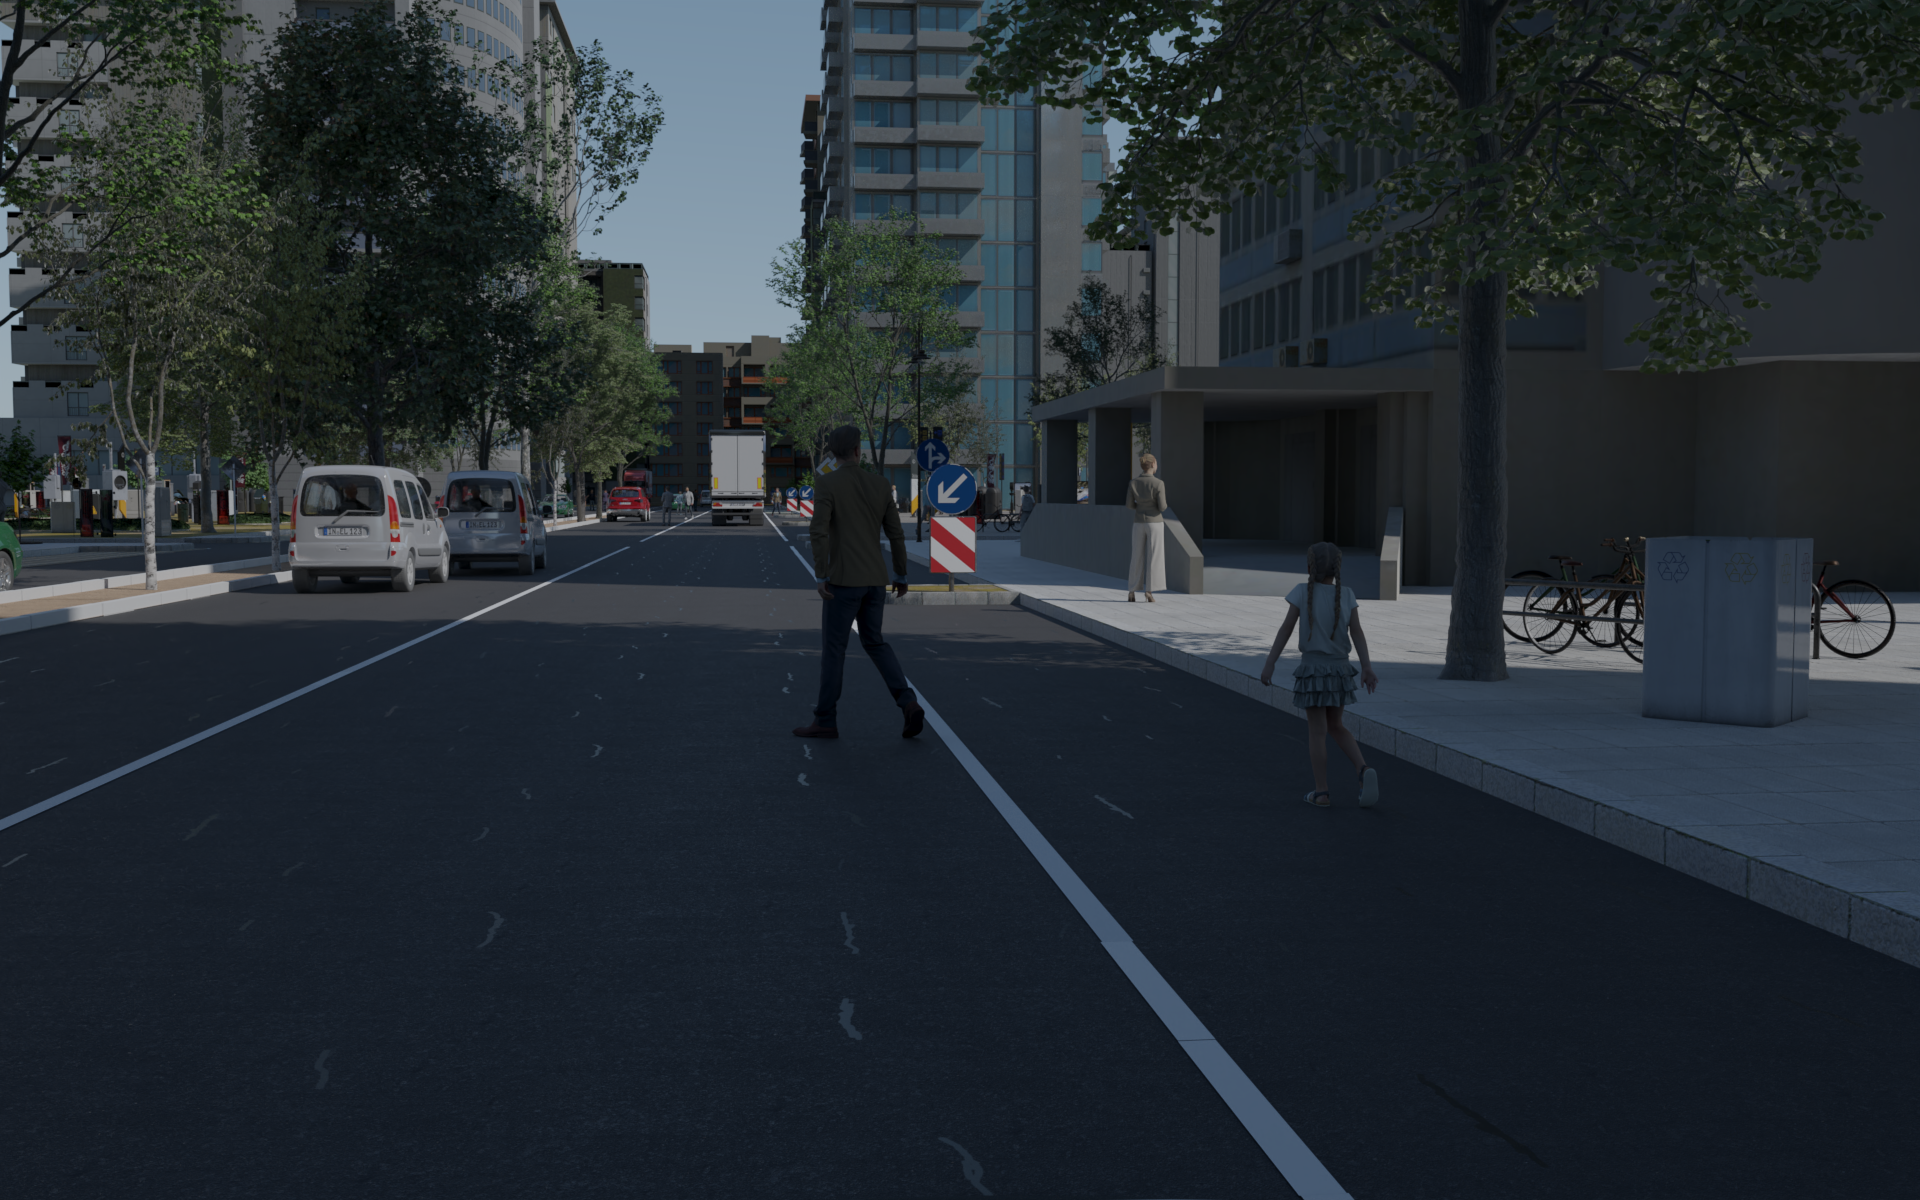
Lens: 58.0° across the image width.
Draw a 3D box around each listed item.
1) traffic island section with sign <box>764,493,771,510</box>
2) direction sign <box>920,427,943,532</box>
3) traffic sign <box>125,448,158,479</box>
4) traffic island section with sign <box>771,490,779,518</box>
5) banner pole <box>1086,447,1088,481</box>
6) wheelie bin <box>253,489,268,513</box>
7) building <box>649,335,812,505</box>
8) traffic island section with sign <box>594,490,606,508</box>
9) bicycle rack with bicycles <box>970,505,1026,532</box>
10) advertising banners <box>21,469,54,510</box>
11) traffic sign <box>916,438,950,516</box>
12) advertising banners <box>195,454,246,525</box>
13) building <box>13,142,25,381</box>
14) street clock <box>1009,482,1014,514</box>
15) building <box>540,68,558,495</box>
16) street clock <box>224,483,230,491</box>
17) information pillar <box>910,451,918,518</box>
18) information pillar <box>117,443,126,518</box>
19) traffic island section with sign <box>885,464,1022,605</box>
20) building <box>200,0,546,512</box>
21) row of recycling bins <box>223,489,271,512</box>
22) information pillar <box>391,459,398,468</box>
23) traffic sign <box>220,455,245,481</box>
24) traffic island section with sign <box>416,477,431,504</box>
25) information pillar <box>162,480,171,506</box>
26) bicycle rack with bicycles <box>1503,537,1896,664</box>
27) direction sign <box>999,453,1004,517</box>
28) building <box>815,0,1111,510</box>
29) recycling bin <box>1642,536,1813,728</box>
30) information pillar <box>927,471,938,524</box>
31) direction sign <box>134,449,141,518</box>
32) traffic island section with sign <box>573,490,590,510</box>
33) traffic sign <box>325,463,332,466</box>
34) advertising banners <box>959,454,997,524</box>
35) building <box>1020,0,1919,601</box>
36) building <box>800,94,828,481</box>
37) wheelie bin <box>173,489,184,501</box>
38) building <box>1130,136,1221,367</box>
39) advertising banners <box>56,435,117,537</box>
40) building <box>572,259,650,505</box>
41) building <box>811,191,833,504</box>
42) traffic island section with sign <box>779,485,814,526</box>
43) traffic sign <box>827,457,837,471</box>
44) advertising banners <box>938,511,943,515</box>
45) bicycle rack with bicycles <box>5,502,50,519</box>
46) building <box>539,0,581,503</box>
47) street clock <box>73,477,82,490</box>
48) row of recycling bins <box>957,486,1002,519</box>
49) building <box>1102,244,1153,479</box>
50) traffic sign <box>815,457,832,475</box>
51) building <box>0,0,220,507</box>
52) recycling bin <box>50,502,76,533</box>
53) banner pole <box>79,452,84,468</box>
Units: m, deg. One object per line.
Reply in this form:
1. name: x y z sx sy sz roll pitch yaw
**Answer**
1. traffic island section with sign: -16.427 -8.962 155.151 1.989 1.847 2.006 0 4 -7
2. direction sign: -0.991 -4.060 58.375 0.876 3.537 0.379 1 4 20
3. traffic sign: -20.785 -2.556 43.977 0.795 2.593 0.064 0 4 -7
4. traffic island section with sign: -10.448 -5.976 106.339 1.989 1.847 2.006 0 4 -7
5. banner pole: 6.937 -6.305 93.110 0.401 3.779 0.863 3 4 38
6. wheelie bin: -43.305 -6.078 107.276 0.980 1.594 0.693 1 4 20
7. building: -25.189 -23.313 226.207 28.899 21.520 27.650 0 4 -7
8. traffic island section with sign: -37.108 -10.480 179.969 1.989 1.847 2.006 0 4 -7
9. bicycle rack with bicycles: 2.056 -2.774 58.741 2.925 0.926 2.852 2 4 33
10. advertising banners: -50.745 -6.073 95.486 2.074 3.025 0.090 0 4 -8
11. traffic sign: -0.617 -2.426 39.767 0.768 2.556 0.104 0 4 2
12. advertising banners: -30.690 -4.637 72.002 2.074 3.025 0.090 -1 4 -14
13. building: -98.137 -36.401 214.758 30.456 49.044 23.786 0 4 -7
14. street clock: 3.143 -6.151 105.143 0.358 2.002 0.471 0 4 8
15. building: -45.520 -29.181 160.701 14.154 41.232 14.086 0 4 -7
16. street clock: -48.021 -6.670 113.622 0.358 2.002 0.471 2 4 30
17. information pillar: -2.495 -6.324 94.747 0.504 3.616 0.183 -3 5 -43
18. information pillar: -38.317 -5.372 79.187 0.183 3.616 0.504 0 4 4
19. traffic island section with sign: -0.300 -0.901 23.358 1.989 1.847 2.006 0 4 -7
20. building: -45.788 -36.475 138.363 21.231 58.520 28.212 0 4 -7
21. row of recycling bins: -50.380 -7.064 122.602 3.534 1.692 1.069 -2 4 -28
22. information pillar: -31.676 -6.469 97.119 0.183 3.616 0.504 1 4 18
23. traffic sign: -21.754 -3.041 51.903 0.795 2.593 0.064 0 4 -7
24. traffic island section with sign: -14.209 -2.260 45.082 2.006 1.907 1.989 0 4 -7
25. information pillar: -41.577 -5.276 90.758 0.304 2.012 0.304 3 5 43
26. bicycle rack with bicycles: 5.446 -0.029 13.853 2.852 0.926 2.925 -2 4 -34
27. direction sign: 2.327 -6.388 96.440 0.379 3.537 0.876 -1 4 -15
28. building: -0.295 -32.210 146.234 23.786 49.044 30.456 0 4 -7
29. recycling bin: 4.407 0.159 9.950 0.722 1.027 0.722 3 5 42
30. information pillar: -1.158 -5.075 74.336 0.504 3.616 0.183 -1 4 -10
31. direction sign: -41.046 -5.780 86.500 0.379 3.537 0.876 -1 4 -9
32. traffic island section with sign: -33.830 -8.843 153.214 1.989 1.847 2.006 0 4 -7
33. traffic sign: -25.792 -4.334 70.970 0.768 2.556 0.104 0 4 -4
34. advertising banners: 0.748 -4.786 74.445 2.074 3.025 0.090 -3 4 -36
35. building: 18.080 -20.661 29.690 32.217 40.220 23.993 0 4 -7
36. building: -6.189 -32.724 189.658 22.147 44.769 28.867 0 4 -7
37. wheelie bin: -52.952 -6.693 117.341 0.693 1.594 0.980 -3 4 -36
38. building: 27.914 -31.673 201.442 14.086 41.232 14.154 0 4 -7
39. advertising banners: -25.994 -3.385 51.526 2.074 3.025 0.090 1 4 18
40. building: -45.979 -27.199 216.410 14.107 30.474 14.160 0 4 -7
41. building: -7.486 -24.259 168.330 14.160 30.474 14.107 0 4 -7
42. traffic island section with sign: -7.177 -4.340 79.582 1.989 1.847 2.006 0 4 -7
43. traffic sign: -3.119 -2.686 46.109 0.795 2.593 0.064 0 4 -7
44. advertising banners: -1.268 -6.892 108.874 0.090 3.025 2.074 -1 4 -10
45. bicycle rack with bicycles: -44.074 -4.163 81.450 2.925 0.926 2.852 0 4 -8
46. building: -55.246 -36.411 184.559 27.495 52.752 28.713 0 4 -7
47. street clock: -37.880 -4.268 74.345 0.471 2.002 0.358 -2 4 -33
48. row of recycling bins: 0.972 -5.031 89.366 1.069 1.692 3.534 -2 4 -31
49. building: 13.840 -26.240 200.727 14.107 30.474 14.160 0 4 -7
50. traffic sign: -4.089 -3.171 54.035 0.795 2.593 0.064 0 4 -7
51. building: -82.498 -36.188 180.908 27.495 52.752 28.713 0 4 -7
52. recycling bin: -29.768 -2.748 57.476 0.722 1.027 0.722 -2 4 -29
53. banner pole: -51.435 -6.818 101.484 0.401 3.779 0.863 -1 4 -11
